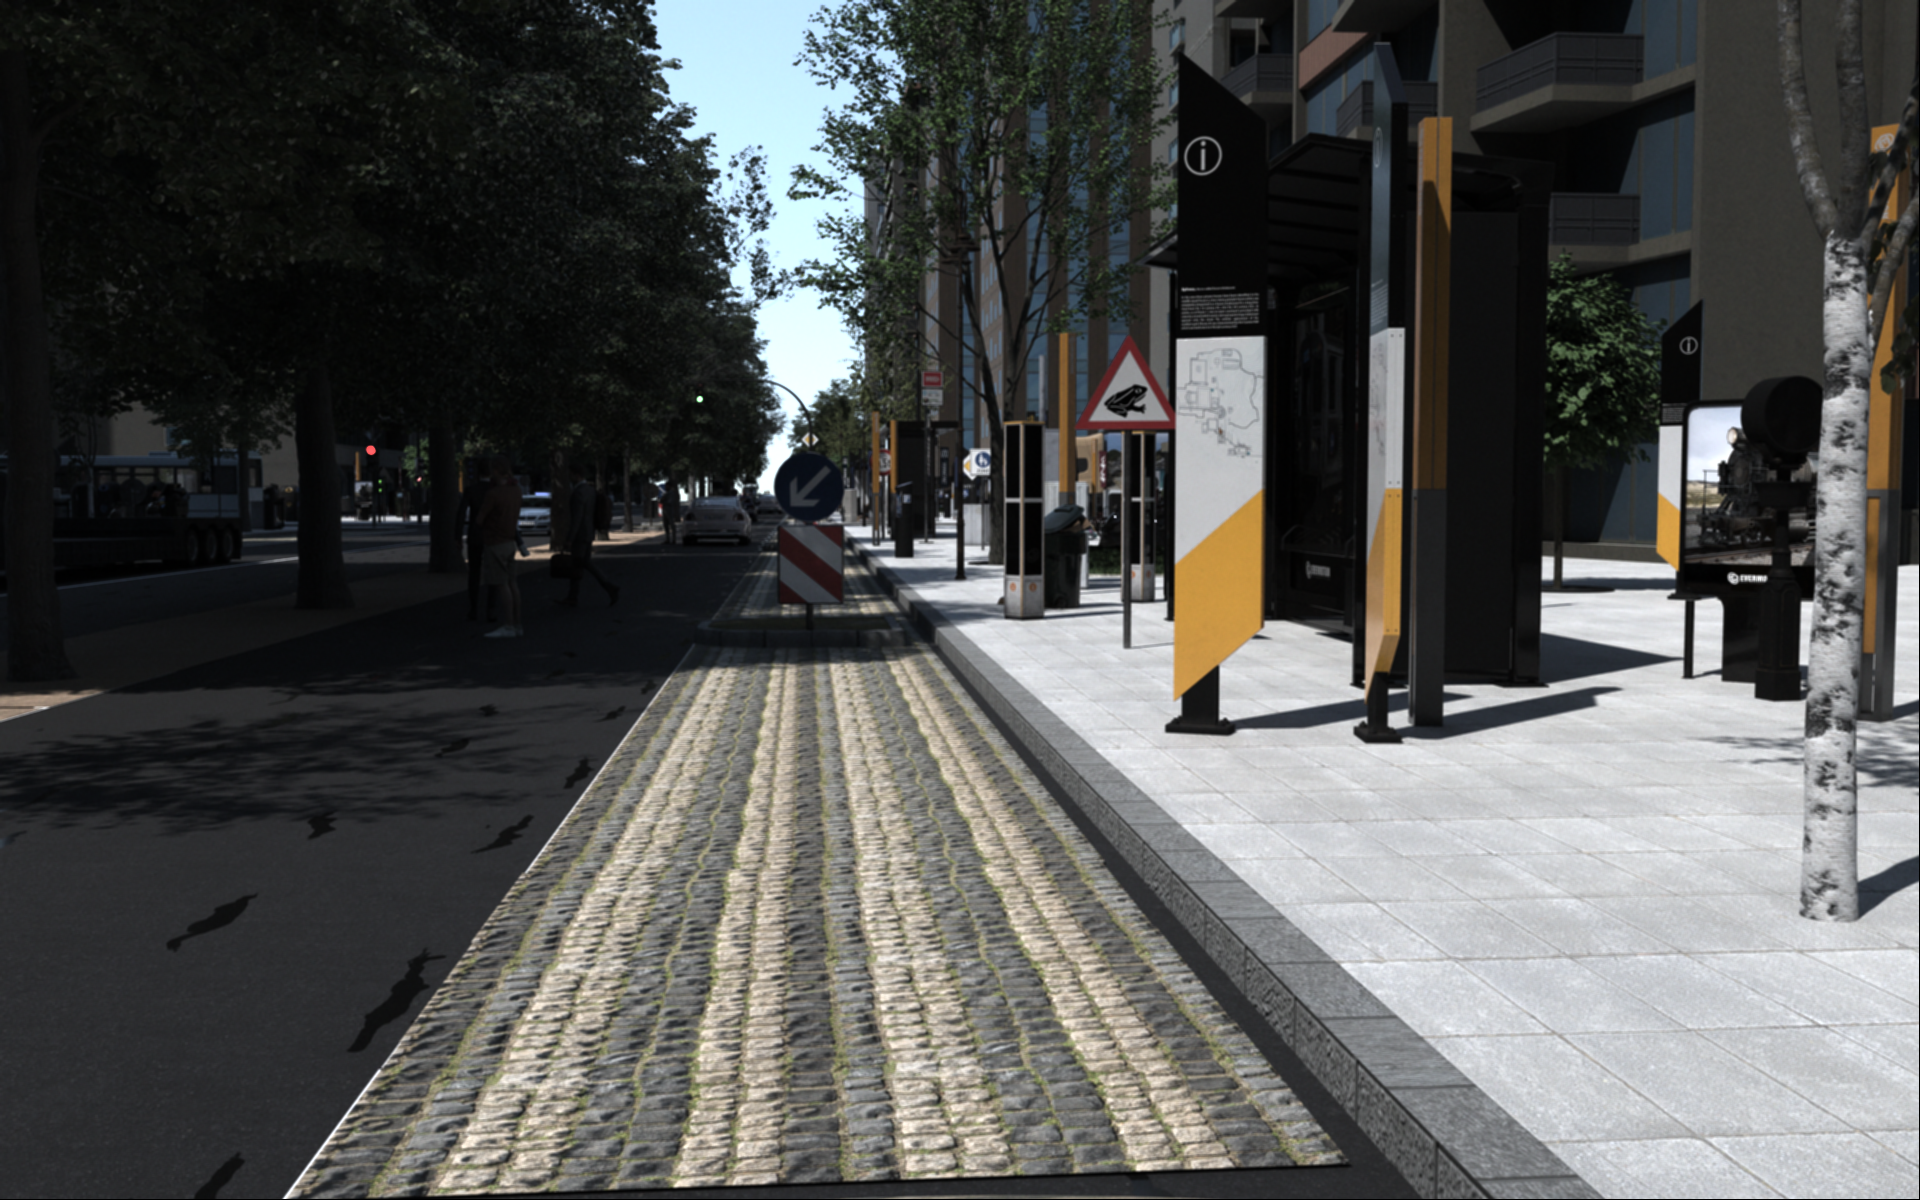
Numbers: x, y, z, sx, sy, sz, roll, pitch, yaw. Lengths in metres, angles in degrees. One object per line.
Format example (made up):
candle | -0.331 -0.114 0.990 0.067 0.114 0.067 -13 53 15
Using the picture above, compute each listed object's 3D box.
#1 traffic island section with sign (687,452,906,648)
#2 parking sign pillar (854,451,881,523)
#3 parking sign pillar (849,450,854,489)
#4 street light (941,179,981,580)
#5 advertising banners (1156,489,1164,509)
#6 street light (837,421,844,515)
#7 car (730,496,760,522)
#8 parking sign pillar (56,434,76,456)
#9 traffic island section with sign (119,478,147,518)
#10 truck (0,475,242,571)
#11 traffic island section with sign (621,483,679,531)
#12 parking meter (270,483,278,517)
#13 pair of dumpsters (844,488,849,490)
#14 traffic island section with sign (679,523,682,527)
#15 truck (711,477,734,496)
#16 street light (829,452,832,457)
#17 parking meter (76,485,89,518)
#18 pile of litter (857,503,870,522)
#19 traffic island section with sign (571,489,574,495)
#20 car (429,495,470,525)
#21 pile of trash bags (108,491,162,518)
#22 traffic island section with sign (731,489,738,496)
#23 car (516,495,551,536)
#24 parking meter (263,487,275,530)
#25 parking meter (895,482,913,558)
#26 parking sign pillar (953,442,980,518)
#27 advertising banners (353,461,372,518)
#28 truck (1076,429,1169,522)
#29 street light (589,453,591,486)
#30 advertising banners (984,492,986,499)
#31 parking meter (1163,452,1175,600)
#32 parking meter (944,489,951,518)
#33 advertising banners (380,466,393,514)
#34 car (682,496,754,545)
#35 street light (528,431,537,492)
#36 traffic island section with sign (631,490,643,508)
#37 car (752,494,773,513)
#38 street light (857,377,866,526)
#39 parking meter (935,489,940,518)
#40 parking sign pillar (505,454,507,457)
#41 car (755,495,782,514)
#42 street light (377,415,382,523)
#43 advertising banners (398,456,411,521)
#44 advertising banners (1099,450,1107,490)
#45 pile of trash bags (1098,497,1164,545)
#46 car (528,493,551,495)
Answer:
traffic island section with sign | -1.582 -0.512 16.997 1.989 1.847 2.006 0 4 -5
parking sign pillar | -3.779 -5.418 77.053 1.447 3.967 1.447 -1 4 -10
parking sign pillar | -6.180 -7.253 107.064 1.447 3.967 1.447 -1 4 -18
street light | 0.008 -3.245 25.838 0.468 5.910 1.993 0 4 -5
advertising banners | 5.657 -3.286 49.913 0.090 3.025 2.074 -1 4 -12
street light | -7.405 -8.260 107.842 0.468 5.910 1.993 0 4 -5
car | -11.412 -4.738 90.039 1.945 1.354 3.894 0 4 -5
parking sign pillar | -39.698 -5.388 76.572 1.447 3.967 1.447 1 4 13
traffic island section with sign | -20.621 -2.092 42.832 1.989 1.847 2.006 0 4 -5
truck | -15.489 -2.276 26.977 2.967 4.110 18.799 0 4 -5
traffic island section with sign | -12.312 -3.700 68.629 2.006 1.907 1.989 0 4 -5
parking meter | -37.567 -5.459 94.970 0.399 1.863 0.255 -3 5 -43
pair of dumpsters | -7.297 -6.879 114.960 1.574 2.255 4.437 0 4 -5
traffic island section with sign | -12.963 -4.151 76.007 2.006 1.907 1.989 0 4 -5
truck | -27.562 -12.985 201.224 2.839 4.237 11.283 0 4 -6
street light | -11.232 -10.929 151.482 0.468 5.910 1.993 0 4 -5
parking meter | -24.867 -2.494 49.188 0.372 1.533 0.369 0 3 0
pile of litter | -4.528 -4.563 88.573 1.176 0.858 1.719 -1 4 -19
traffic island section with sign | -27.952 -7.092 124.580 1.989 1.847 2.006 0 4 -5
car | -23.954 -4.282 82.367 2.083 1.381 4.827 0 4 -6
pile of trash bags | -25.046 -2.663 53.296 1.912 1.369 3.447 -1 4 -10
traffic island section with sign | -19.675 -8.729 150.847 2.006 1.907 1.989 0 4 -5
car | -14.810 -2.953 60.291 2.014 1.417 4.499 0 4 -7
parking meter | -24.655 -3.264 61.780 0.372 1.533 0.369 0 3 0
parking meter | -1.126 -1.623 34.944 0.372 1.533 0.369 0 3 0
parking sign pillar | 0.355 -6.210 90.000 1.447 3.967 1.447 2 4 24
advertising banners | -31.558 -5.826 91.436 0.090 3.025 2.074 0 4 5
truck | 8.330 -5.211 74.117 11.283 4.237 2.839 0 4 -5
street light | -32.472 -10.977 152.258 0.468 5.910 1.993 0 4 -5
advertising banners | 2.819 -8.445 134.264 2.074 3.025 0.090 -1 4 -20
parking meter | 2.651 -0.923 20.799 0.255 1.863 0.399 -2 4 -35
parking meter | -0.680 -5.177 93.058 0.372 1.533 0.369 0 3 0
advertising banners | -35.793 -6.902 109.029 2.074 3.025 0.090 2 4 34
car | -6.973 -2.291 49.819 2.083 1.381 4.827 0 4 -6
street light | -29.484 -8.989 119.765 0.468 5.910 1.993 0 4 -5
traffic island section with sign | -32.475 -10.180 175.072 1.989 1.847 2.006 0 4 -5
car | -15.130 -7.300 131.156 2.131 1.459 4.920 0 4 -4
street light | -3.803 -5.864 68.669 0.468 5.910 1.993 0 4 -5
parking meter | -1.309 -5.290 94.902 0.372 1.533 0.369 0 3 0
parking sign pillar | -30.881 -7.924 118.024 1.447 3.967 1.447 -2 4 -24
car | -13.794 -6.901 125.185 2.083 1.381 4.827 0 4 -5
street light | -25.687 -6.341 76.469 0.468 5.910 1.993 0 4 -5
advertising banners | -26.203 -5.228 81.668 0.090 3.025 2.074 0 4 -4
advertising banners | 6.170 -4.458 69.072 0.090 3.025 2.074 -2 4 -34
pile of trash bags | 4.738 -2.009 42.593 1.912 1.369 3.447 2 4 26
car | -20.138 -4.468 82.643 1.945 1.707 3.694 0 4 -4
